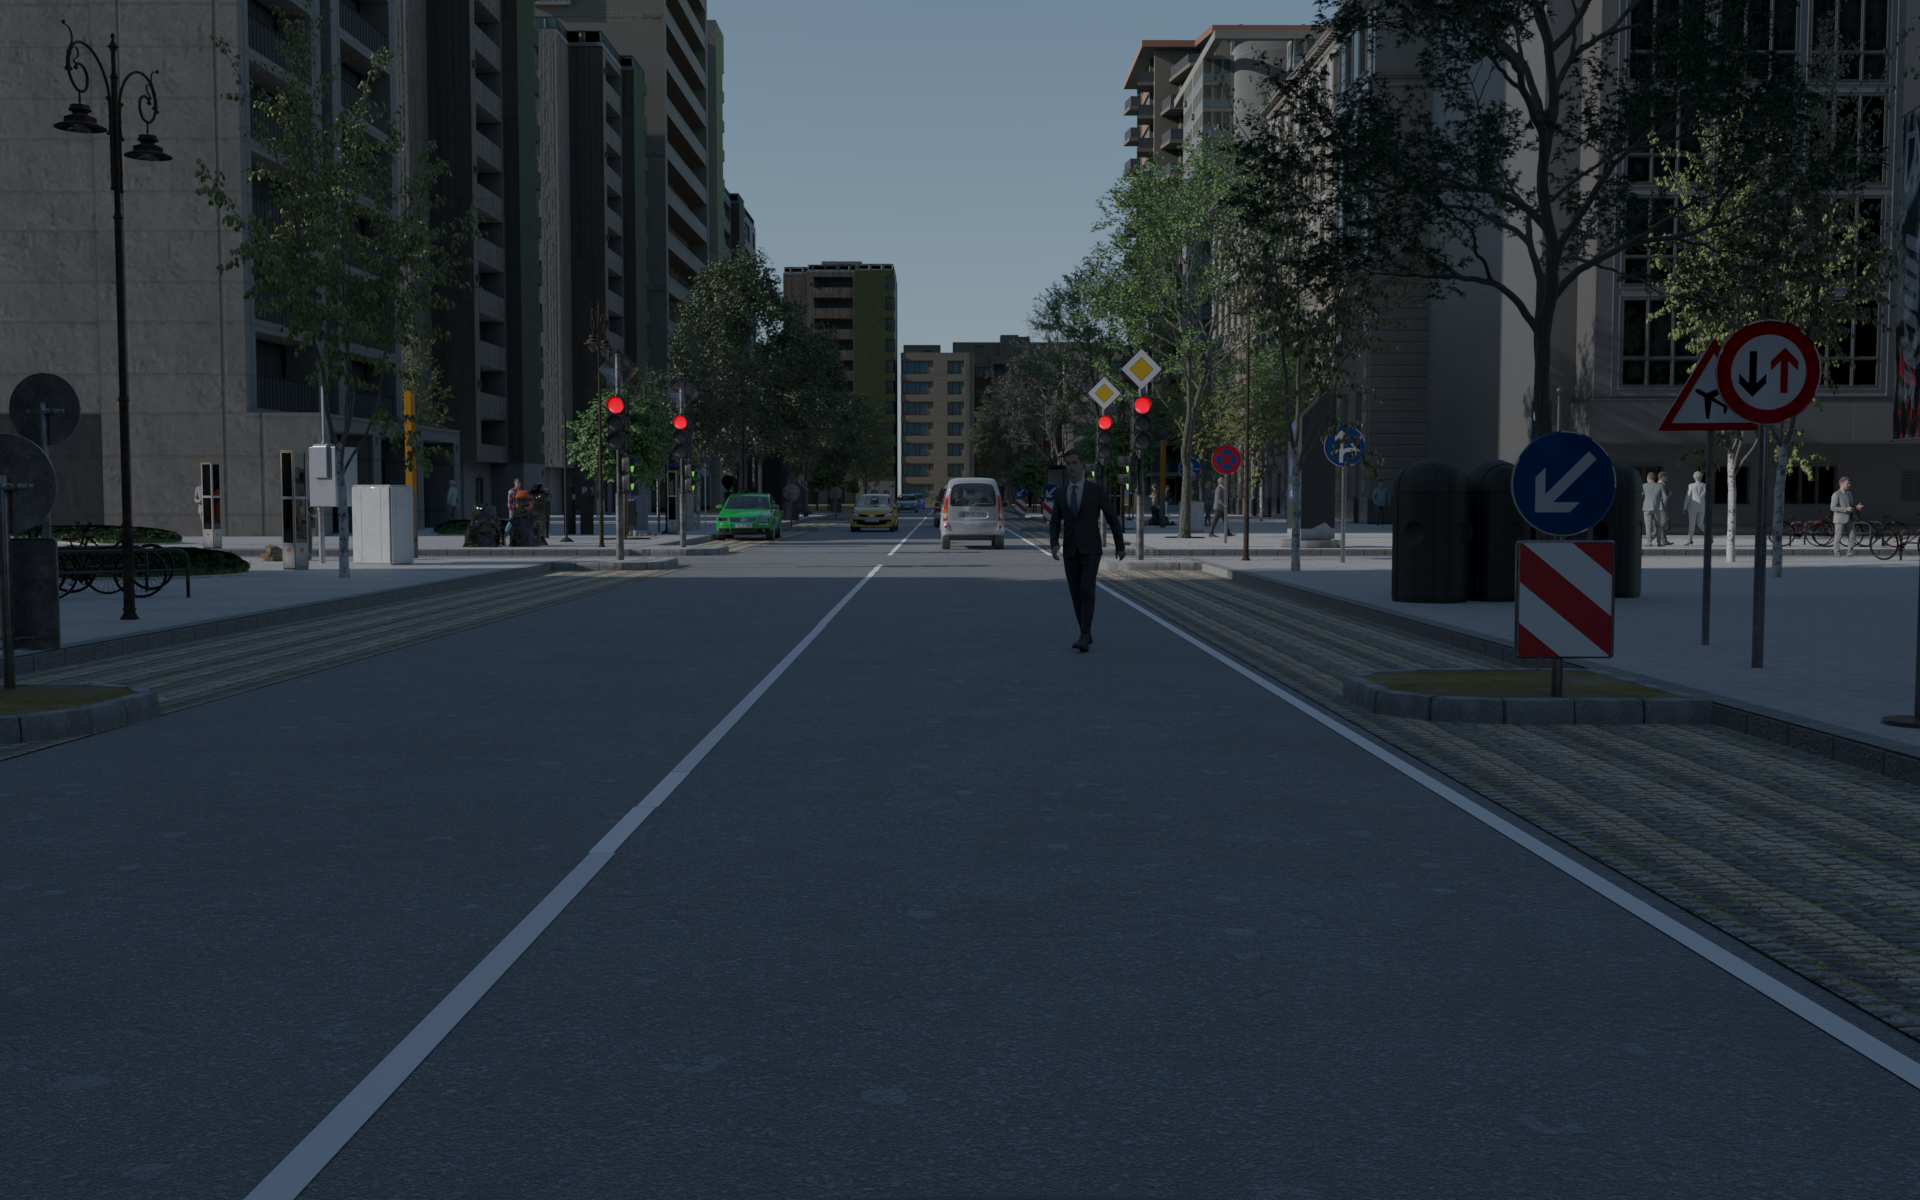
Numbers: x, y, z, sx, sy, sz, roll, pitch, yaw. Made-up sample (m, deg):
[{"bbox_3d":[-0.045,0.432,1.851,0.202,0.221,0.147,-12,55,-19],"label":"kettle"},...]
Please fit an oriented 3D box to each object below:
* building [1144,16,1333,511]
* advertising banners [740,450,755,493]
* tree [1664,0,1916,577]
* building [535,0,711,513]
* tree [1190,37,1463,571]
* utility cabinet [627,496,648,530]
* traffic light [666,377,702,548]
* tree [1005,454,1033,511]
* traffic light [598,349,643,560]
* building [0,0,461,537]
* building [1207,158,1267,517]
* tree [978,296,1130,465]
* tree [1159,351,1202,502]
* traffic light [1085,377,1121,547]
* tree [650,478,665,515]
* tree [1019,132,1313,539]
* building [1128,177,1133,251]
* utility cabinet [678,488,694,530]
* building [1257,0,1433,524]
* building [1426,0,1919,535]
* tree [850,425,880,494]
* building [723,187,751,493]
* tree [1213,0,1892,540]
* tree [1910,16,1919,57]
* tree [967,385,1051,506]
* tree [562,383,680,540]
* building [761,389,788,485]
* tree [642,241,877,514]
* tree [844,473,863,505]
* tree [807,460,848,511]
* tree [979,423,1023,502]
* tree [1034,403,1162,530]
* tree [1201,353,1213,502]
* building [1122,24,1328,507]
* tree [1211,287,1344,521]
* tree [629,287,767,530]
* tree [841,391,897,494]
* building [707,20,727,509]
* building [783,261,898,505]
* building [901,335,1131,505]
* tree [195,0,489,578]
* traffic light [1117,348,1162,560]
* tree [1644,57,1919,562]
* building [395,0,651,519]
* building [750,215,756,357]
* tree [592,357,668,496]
[{"bbox_3d":[31.150,-27.462,140.885,32.217,40.220,23.993,0,4,0],"label":"building"},{"bbox_3d":[-8.416,-4.446,68.873,0.090,3.025,2.074,1,4,9],"label":"advertising banners"},{"bbox_3d":[12.765,-4.670,26.719,4.360,8.622,3.978,0,3,0],"label":"tree"},{"bbox_3d":[-30.492,-30.759,126.619,21.300,48.544,21.600,0,4,0],"label":"building"},{"bbox_3d":[5.736,-4.775,28.430,4.360,8.622,3.978,0,3,0],"label":"tree"},{"bbox_3d":[-11.562,-3.067,61.315,1.020,1.237,0.306,1,4,17],"label":"utility cabinet"},{"bbox_3d":[-6.629,-3.215,41.487,0.839,4.253,0.868,0,4,0],"label":"traffic light"},{"bbox_3d":[5.782,-9.055,131.770,4.285,4.588,4.351,0,3,0],"label":"tree"},{"bbox_3d":[-6.577,-2.727,33.502,0.839,4.253,0.868,0,4,0],"label":"traffic light"},{"bbox_3d":[-29.463,-38.043,60.261,20.563,71.187,20.611,0,4,0],"label":"building"},{"bbox_3d":[21.813,-17.010,106.991,11.050,23.489,19.941,0,4,0],"label":"building"},{"bbox_3d":[6.048,-11.979,106.226,12.009,13.543,11.850,0,3,0],"label":"tree"},{"bbox_3d":[12.058,-8.295,85.983,4.737,8.622,4.395,0,3,0],"label":"tree"},{"bbox_3d":[3.432,-3.220,41.569,0.839,4.253,0.868,0,4,0],"label":"traffic light"},{"bbox_3d":[-18.701,-6.861,106.781,1.663,3.219,1.824,0,3,0],"label":"tree"},{"bbox_3d":[6.652,-7.598,49.991,9.928,11.665,9.643,0,3,0],"label":"tree"},{"bbox_3d":[36.810,-36.910,223.085,30.456,49.044,23.786,0,4,0],"label":"building"},{"bbox_3d":[-9.619,-3.176,60.600,0.318,1.500,1.173,-2,4,-28],"label":"utility cabinet"},{"bbox_3d":[22.744,-17.562,84.398,12.463,27.353,25.104,0,4,0],"label":"building"},{"bbox_3d":[29.693,-16.198,58.346,24.014,27.812,14.314,0,4,0],"label":"building"},{"bbox_3d":[-10.263,-14.206,182.626,4.360,8.622,3.978,0,3,0],"label":"tree"},{"bbox_3d":[-27.492,-23.716,159.453,14.160,30.474,14.107,0,4,0],"label":"building"},{"bbox_3d":[6.377,-5.202,19.466,7.601,10.594,8.767,0,4,5],"label":"tree"},{"bbox_3d":[12.991,-4.230,19.519,4.737,8.622,4.395,0,3,0],"label":"tree"},{"bbox_3d":[5.522,-17.549,193.579,9.857,13.997,8.962,0,3,0],"label":"tree"},{"bbox_3d":[-9.456,-3.997,49.058,4.285,4.588,4.351,0,3,0],"label":"tree"},{"bbox_3d":[-37.016,-23.225,224.759,28.899,21.520,27.650,0,4,0],"label":"building"},{"bbox_3d":[-9.878,-9.910,79.039,9.611,12.733,9.660,0,3,0],"label":"tree"},{"bbox_3d":[-9.311,-9.778,154.471,1.663,3.219,1.824,0,3,0],"label":"tree"},{"bbox_3d":[-10.334,-9.221,134.477,4.285,4.588,4.351,0,3,0],"label":"tree"},{"bbox_3d":[4.389,-13.778,175.635,4.360,8.622,3.978,0,3,0],"label":"tree"},{"bbox_3d":[5.733,-4.845,62.936,4.285,4.588,4.351,0,3,0],"label":"tree"},{"bbox_3d":[13.883,-7.986,80.940,4.737,8.622,4.395,0,3,0],"label":"tree"},{"bbox_3d":[27.278,-31.344,167.102,22.147,44.769,28.867,0,4,0],"label":"building"},{"bbox_3d":[12.639,-7.029,65.292,4.737,8.622,4.395,0,3,0],"label":"tree"},{"bbox_3d":[-9.330,-6.865,62.602,4.360,8.622,3.978,0,3,0],"label":"tree"},{"bbox_3d":[-10.564,-16.657,190.464,7.486,12.596,7.792,0,3,0],"label":"tree"},{"bbox_3d":[-27.525,-28.218,144.963,14.154,41.232,14.086,0,4,0],"label":"building"},{"bbox_3d":[-14.908,-27.288,217.857,14.107,30.474,14.160,0,4,0],"label":"building"},{"bbox_3d":[7.123,-23.262,225.373,28.899,21.520,27.650,0,4,0],"label":"building"},{"bbox_3d":[-9.342,-4.634,26.134,4.737,8.622,4.395,0,3,0],"label":"tree"},{"bbox_3d":[3.484,-2.732,33.584,0.839,4.253,0.868,0,4,0],"label":"traffic light"},{"bbox_3d":[14.572,-5.008,32.236,4.737,8.622,4.395,0,3,0],"label":"tree"},{"bbox_3d":[-27.778,-20.623,108.894,14.160,30.474,14.107,0,4,0],"label":"building"},{"bbox_3d":[-27.771,-24.606,174.007,14.107,30.474,14.160,0,4,0],"label":"building"},{"bbox_3d":[-17.123,-8.579,90.632,4.737,8.622,4.395,0,3,0],"label":"tree"}]
